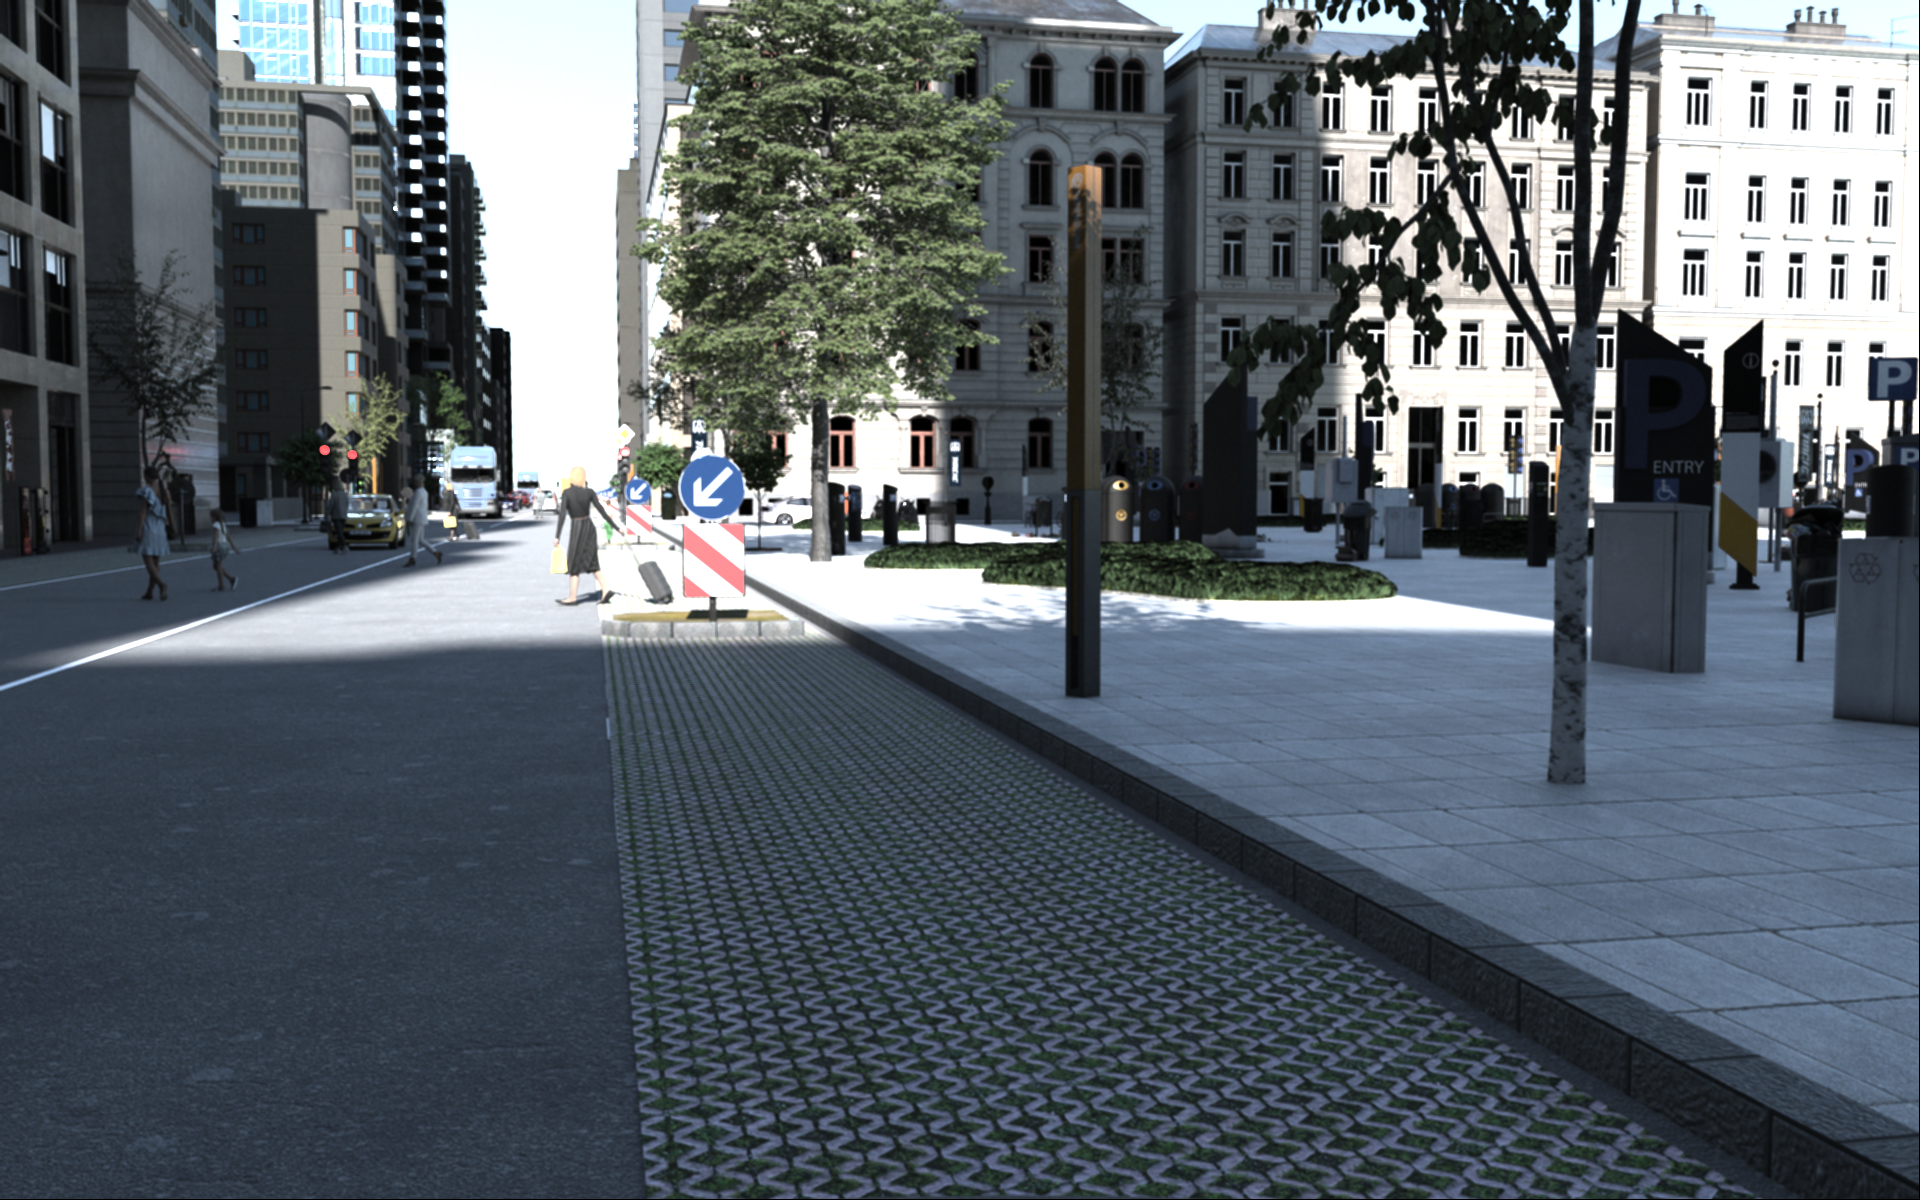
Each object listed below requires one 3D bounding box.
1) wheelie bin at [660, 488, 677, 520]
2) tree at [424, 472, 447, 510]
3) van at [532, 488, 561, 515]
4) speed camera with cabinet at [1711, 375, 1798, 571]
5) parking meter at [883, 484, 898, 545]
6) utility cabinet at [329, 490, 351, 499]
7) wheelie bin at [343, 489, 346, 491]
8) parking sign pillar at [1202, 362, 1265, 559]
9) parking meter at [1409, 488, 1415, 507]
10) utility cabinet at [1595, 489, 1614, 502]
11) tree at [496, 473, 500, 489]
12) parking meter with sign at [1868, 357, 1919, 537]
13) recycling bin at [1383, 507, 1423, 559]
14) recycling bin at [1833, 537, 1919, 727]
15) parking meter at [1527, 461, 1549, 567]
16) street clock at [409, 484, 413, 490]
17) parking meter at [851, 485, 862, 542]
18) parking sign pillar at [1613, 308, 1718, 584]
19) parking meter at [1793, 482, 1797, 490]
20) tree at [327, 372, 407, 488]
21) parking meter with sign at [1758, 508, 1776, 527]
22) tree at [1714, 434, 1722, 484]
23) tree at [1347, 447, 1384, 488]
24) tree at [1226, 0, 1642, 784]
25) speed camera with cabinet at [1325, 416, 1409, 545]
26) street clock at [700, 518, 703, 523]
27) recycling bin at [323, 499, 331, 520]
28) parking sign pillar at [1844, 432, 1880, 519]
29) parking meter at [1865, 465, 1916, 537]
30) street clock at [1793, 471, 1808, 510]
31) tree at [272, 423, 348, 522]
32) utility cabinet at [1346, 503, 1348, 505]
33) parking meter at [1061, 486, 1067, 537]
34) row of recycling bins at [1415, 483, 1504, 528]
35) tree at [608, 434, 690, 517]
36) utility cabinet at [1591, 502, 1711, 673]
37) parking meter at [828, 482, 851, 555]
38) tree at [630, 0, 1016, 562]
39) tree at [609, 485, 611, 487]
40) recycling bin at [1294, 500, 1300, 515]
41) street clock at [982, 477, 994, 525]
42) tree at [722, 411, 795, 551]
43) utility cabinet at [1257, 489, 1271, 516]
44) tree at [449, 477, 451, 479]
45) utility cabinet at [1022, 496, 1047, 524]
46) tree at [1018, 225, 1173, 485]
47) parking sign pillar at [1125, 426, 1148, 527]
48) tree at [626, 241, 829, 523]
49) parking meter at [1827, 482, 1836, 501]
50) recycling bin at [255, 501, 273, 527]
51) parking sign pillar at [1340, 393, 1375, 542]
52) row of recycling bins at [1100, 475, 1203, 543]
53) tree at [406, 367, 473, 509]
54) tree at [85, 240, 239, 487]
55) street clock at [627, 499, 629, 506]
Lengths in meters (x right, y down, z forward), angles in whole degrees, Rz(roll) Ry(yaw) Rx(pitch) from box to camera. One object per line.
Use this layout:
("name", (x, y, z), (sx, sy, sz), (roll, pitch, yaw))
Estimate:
("wheelie bin", (-14.274, -4.700, 84.756), (0.693, 1.594, 0.980), (-2, 4, -30))
("tree", (-42.389, -8.776, 138.088), (1.663, 3.219, 1.824), (0, 3, 0))
("van", (-29.049, -7.003, 121.516), (2.013, 2.044, 4.112), (-1, 4, -11))
("speed camera with cabinet", (12.890, -2.131, 29.181), (0.660, 3.252, 2.038), (-3, 5, -41))
("parking meter", (-1.737, -2.139, 43.381), (0.372, 1.533, 0.369), (0, 3, 0))
("utility cabinet", (-36.193, -5.657, 101.163), (1.173, 1.500, 0.318), (0, 4, 6))
("wheelie bin", (-35.666, -5.611, 99.642), (0.980, 1.594, 0.693), (1, 4, 9))
("parking sign pillar", (5.439, -2.841, 34.917), (1.447, 3.967, 1.447), (-2, 4, -27))
("parking meter", (19.965, -4.184, 76.820), (0.372, 1.533, 0.369), (0, 3, 0))
("utility cabinet", (26.375, -3.765, 70.236), (1.173, 1.500, 0.318), (3, 5, 45))
("tree", (-60.835, -14.647, 223.196), (4.285, 4.588, 4.351), (0, 3, 0))
("parking meter with sign", (11.661, -1.540, 21.432), (0.543, 3.016, 1.738), (1, 4, 19))
("recycling bin", (8.882, -1.356, 34.732), (0.722, 1.027, 0.722), (1, 4, 11))
("recycling bin", (5.486, 0.166, 9.837), (0.722, 1.027, 0.722), (-3, 4, -39))
("parking meter", (10.226, -1.524, 30.631), (0.255, 1.863, 0.399), (0, 4, 1))
("street clock", (-40.500, -7.538, 127.824), (0.358, 2.002, 0.471), (-1, 4, -14))
("parking meter", (-2.830, -2.338, 46.631), (0.372, 1.533, 0.369), (0, 3, 0))
("parking sign pillar", (10.181, -2.237, 25.044), (1.447, 3.967, 1.447), (1, 4, 11))
("parking meter", (39.181, -4.640, 81.582), (0.255, 1.863, 0.399), (0, 4, -4))
("tree", (-35.282, -9.381, 103.749), (4.737, 8.622, 4.395), (0, 3, 0))
("parking meter with sign", (31.095, -4.311, 66.742), (1.738, 3.016, 0.543), (1, 4, 21))
("tree", (21.772, -3.289, 48.382), (1.663, 3.219, 1.824), (0, 3, 0))
("tree", (13.997, -4.004, 60.062), (1.663, 3.219, 1.824), (0, 3, 0))
("tree", (2.585, -3.505, 7.674), (4.737, 8.622, 4.395), (0, 3, 0))
("speed camera with cabinet", (10.373, -3.045, 44.115), (2.038, 3.252, 0.660), (-1, 4, -9))
("street clock", (-7.178, -2.676, 48.330), (0.358, 2.002, 0.471), (-1, 4, -8))
("recycling bin", (-31.265, -4.509, 86.271), (0.722, 1.027, 0.722), (-2, 4, -30))
("parking sign pillar", (38.908, -5.274, 74.707), (1.447, 3.967, 1.447), (-2, 4, -28))
("parking meter", (8.107, -0.410, 15.118), (0.372, 1.533, 0.369), (0, 3, 0))
("street clock", (26.096, -3.010, 53.784), (0.471, 2.002, 0.358), (2, 4, 32))
("tree", (-29.761, -5.858, 79.484), (4.285, 4.588, 4.351), (0, 3, 0))
("utility cabinet", (12.331, -2.556, 52.952), (1.020, 1.237, 0.306), (0, 4, -3))
("parking meter", (2.595, -2.004, 41.169), (0.372, 1.533, 0.369), (0, 3, 0))
("row of recycling bins", (19.015, -3.603, 66.016), (3.534, 1.692, 1.069), (-1, 4, -13))
("tree", (-16.526, -6.831, 95.404), (4.285, 4.588, 4.351), (0, 3, 0))
("utility cabinet", (5.115, -0.104, 12.867), (0.306, 1.237, 1.020), (-1, 4, -13))
("parking meter", (-2.609, -1.720, 36.530), (0.372, 1.533, 0.369), (0, 3, 0))
("tree", (-2.290, -6.978, 32.217), (7.486, 12.596, 7.792), (0, 3, 0))
("tree", (-58.636, -18.233, 292.717), (1.663, 3.219, 1.824), (0, 3, 0))
("recycling bin", (13.987, -3.554, 70.663), (0.722, 1.027, 0.722), (1, 4, 11))
("street clock", (1.163, -4.139, 72.239), (0.358, 2.002, 0.471), (3, 5, 45))
("tree", (-4.596, -2.748, 39.535), (1.663, 3.219, 1.824), (0, 3, 0))
("utility cabinet", (14.328, -4.558, 83.200), (1.173, 1.500, 0.318), (2, 4, 23))
("tree", (-46.926, -10.190, 161.203), (1.663, 3.219, 1.824), (0, 3, 0))
("utility cabinet", (3.185, -3.841, 73.956), (1.020, 1.237, 0.306), (0, 4, 4))
("tree", (3.659, -5.764, 44.602), (4.360, 8.622, 3.978), (0, 3, 0))
("parking sign pillar", (7.035, -4.930, 69.072), (1.447, 3.967, 1.447), (2, 4, 30))
("tree", (-7.884, -7.690, 60.137), (7.601, 10.594, 8.767), (-2, 4, -27))
("parking meter", (40.542, -4.580, 80.598), (0.399, 1.863, 0.255), (-2, 4, -33))
("recycling bin", (-27.246, -3.358, 67.461), (0.722, 1.027, 0.722), (-3, 4, -38))
("parking sign pillar", (10.964, -3.579, 46.992), (1.447, 3.967, 1.447), (1, 4, 16))
("row of recycling bins", (4.763, -1.907, 38.295), (3.534, 1.692, 1.069), (1, 4, 17))
("tree", (-44.099, -13.304, 143.269), (9.928, 11.665, 9.643), (0, 3, 0))
("tree", (-23.823, -6.170, 51.238), (4.360, 8.622, 3.978), (0, 3, 0))
("street clock", (-27.462, -8.476, 143.157), (0.471, 2.002, 0.358), (-1, 4, -10))
